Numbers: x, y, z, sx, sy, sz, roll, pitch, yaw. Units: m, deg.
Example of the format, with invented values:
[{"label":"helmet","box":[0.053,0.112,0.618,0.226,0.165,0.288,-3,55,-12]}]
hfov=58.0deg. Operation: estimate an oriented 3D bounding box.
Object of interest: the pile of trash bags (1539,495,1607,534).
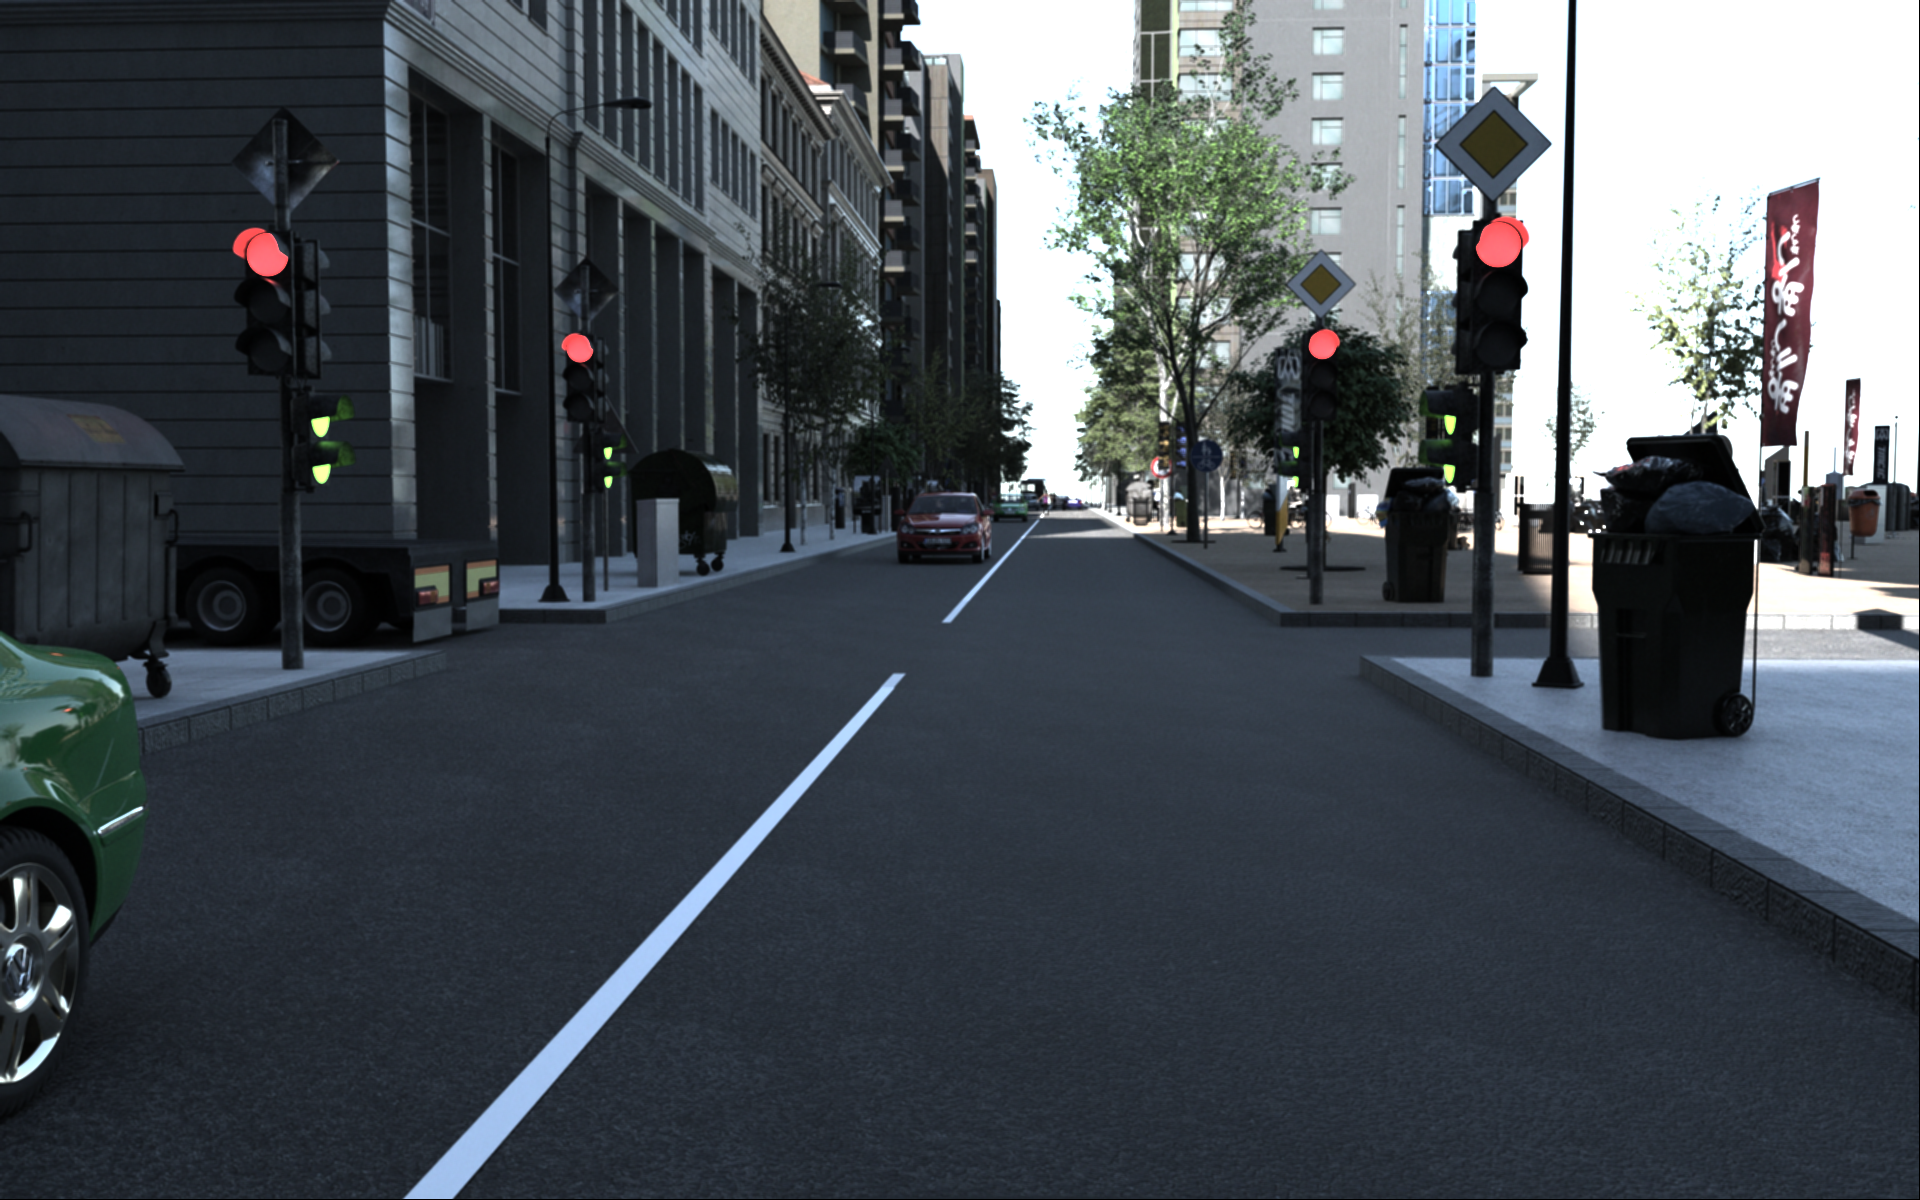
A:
[{"label":"pile of trash bags","box":[20.663,-2.893,57.060,3.447,1.369,1.912,-3,5,-41]}]

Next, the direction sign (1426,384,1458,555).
[{"label":"direction sign","box":[10.053,-2.705,36.227,0.379,3.537,0.876,-2,4,-28]}]

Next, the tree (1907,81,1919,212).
[{"label":"tree","box":[17.501,-4.763,28.245,4.737,8.622,4.395,0,3,0]}]

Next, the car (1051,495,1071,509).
[{"label":"car","box":[9.860,-9.518,167.985,2.083,1.381,4.827,0,4,3]}]

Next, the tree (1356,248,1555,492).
[{"label":"tree","box":[14.224,-6.076,49.707,4.360,8.622,3.978,0,3,0]}]

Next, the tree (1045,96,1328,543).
[{"label":"tree","box":[6.079,-7.326,45.534,9.928,11.665,9.643,0,3,0]}]

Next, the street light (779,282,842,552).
[{"label":"street light","box":[-3.273,-4.010,38.098,1.470,5.913,1.316,0,4,3]}]

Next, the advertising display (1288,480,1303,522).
[{"label":"advertising display","box":[15.479,-4.616,80.685,0.974,1.923,0.123,1,4,22]}]

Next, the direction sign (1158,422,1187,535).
[{"label":"direction sign","box":[6.656,-3.809,54.281,0.876,3.537,0.379,1,4,11]}]

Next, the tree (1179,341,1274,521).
[{"label":"tree","box":[12.287,-7.981,80.855,4.360,8.622,3.978,0,3,0]}]

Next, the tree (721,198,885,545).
[{"label":"tree","box":[-3.905,-5.679,43.210,4.360,8.622,3.978,0,3,0]}]

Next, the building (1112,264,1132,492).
[{"label":"building","box":[26.036,-27.168,215.899,14.160,30.474,14.107,0,4,3]}]

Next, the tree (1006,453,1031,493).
[{"label":"tree","box":[7.986,-17.958,243.971,4.737,8.622,4.395,0,3,0]}]

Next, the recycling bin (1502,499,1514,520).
[{"label":"recycling bin","box":[27.564,-4.521,86.473,0.722,1.027,0.722,3,5,39]}]

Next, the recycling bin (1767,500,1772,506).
[{"label":"recycling bin","box":[36.197,-4.009,78.106,0.722,1.027,0.722,-2,4,-33]}]

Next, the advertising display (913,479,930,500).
[{"label":"advertising display","box":[-1.751,-4.342,76.210,0.123,1.923,0.974,-3,4,-37]}]

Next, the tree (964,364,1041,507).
[{"label":"tree","box":[2.879,-16.159,170.857,9.857,13.997,8.962,0,3,0]}]

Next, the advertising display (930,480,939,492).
[{"label":"advertising display","box":[-1.416,-4.403,77.199,0.974,1.923,0.123,1,4,9]}]

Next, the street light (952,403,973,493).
[{"label":"street light","box":[-0.248,-7.090,88.469,1.470,5.913,1.316,0,4,3]}]

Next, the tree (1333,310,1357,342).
[{"label":"tree","box":[14.003,-6.433,55.534,4.360,8.622,3.978,0,3,0]}]

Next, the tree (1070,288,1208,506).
[{"label":"tree","box":[9.995,-10.869,95.834,7.486,12.596,7.792,0,3,0]}]

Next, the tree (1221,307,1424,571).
[{"label":"tree","box":[6.249,-2.789,29.320,4.285,4.588,4.351,0,3,0]}]

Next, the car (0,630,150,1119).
[{"label":"car","box":[-3.081,0.377,2.638,1.959,1.807,4.718,0,4,2]}]

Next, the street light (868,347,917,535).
[{"label":"street light","box":[-2.235,-5.034,54.850,1.470,5.913,1.316,0,4,3]}]

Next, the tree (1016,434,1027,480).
[{"label":"tree","box":[2.246,-11.493,138.265,4.360,8.622,3.978,0,3,0]}]

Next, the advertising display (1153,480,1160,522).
[{"label":"advertising display","box":[9.207,-4.551,79.629,0.123,1.923,0.974,-2,4,-30]}]

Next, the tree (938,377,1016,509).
[{"label":"tree","box":[0.462,-9.746,109.708,4.360,8.622,3.978,0,3,0]}]

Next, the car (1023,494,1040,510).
[{"label":"car","box":[6.166,-8.722,154.604,2.014,1.417,4.499,0,4,2]}]

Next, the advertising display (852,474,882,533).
[{"label":"advertising display","box":[-3.039,-3.152,56.742,0.974,1.923,0.123,0,4,8]}]

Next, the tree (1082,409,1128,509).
[{"label":"tree","box":[12.051,-11.921,145.278,4.360,8.622,3.978,0,3,0]}]

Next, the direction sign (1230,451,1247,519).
[{"label":"direction sign","box":[14.565,-6.033,90.642,0.876,3.537,0.379,1,4,11]}]

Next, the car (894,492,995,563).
[{"label":"car","box":[-0.303,-1.726,37.261,2.155,1.783,4.494,0,4,4]}]

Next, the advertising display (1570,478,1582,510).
[{"label":"advertising display","box":[24.069,-3.860,68.325,0.974,1.923,0.123,-1,4,-18]}]

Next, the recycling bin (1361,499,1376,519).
[{"label":"recycling bin","box":[21.422,-4.787,90.820,0.722,1.027,0.722,1,4,13]}]

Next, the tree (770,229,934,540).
[{"label":"tree","box":[-3.577,-6.027,48.903,4.737,8.622,4.395,0,3,0]}]

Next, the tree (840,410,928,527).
[{"label":"tree","box":[-2.969,-5.115,67.340,4.285,4.588,4.351,0,3,0]}]

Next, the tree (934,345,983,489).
[{"label":"tree","box":[-1.208,-8.222,84.789,4.737,8.622,4.395,0,3,0]}]

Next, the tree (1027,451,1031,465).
[{"label":"tree","box":[6.294,-15.735,207.633,4.360,8.622,3.978,0,3,0]}]

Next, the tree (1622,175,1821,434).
[{"label":"tree","box":[17.819,-5.542,40.966,4.737,8.622,4.395,0,3,0]}]

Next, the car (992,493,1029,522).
[{"label":"car","box":[2.635,-4.977,90.165,1.959,1.807,4.718,0,4,3]}]

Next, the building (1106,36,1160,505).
[{"label":"building","box":[31.560,-56.498,236.414,22.319,86.520,31.000,0,4,3]}]

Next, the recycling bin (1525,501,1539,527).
[{"label":"recycling bin","box":[22.138,-3.356,67.423,0.722,1.027,0.722,1,4,19]}]

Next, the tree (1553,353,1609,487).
[{"label":"tree","box":[32.215,-8.614,91.208,4.360,8.622,3.978,0,3,0]}]

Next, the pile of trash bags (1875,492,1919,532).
[{"label":"pile of trash bags","box":[35.172,-3.241,62.745,1.912,1.369,3.447,0,4,-3]}]

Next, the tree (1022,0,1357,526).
[{"label":"tree","box":[8.609,-12.948,67.581,12.611,20.169,13.585,0,3,0]}]

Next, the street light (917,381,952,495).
[{"label":"street light","box":[-1.225,-6.059,71.603,1.470,5.913,1.316,0,4,3]}]

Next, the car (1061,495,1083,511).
[{"label":"car","box":[9.818,-8.494,151.458,1.945,1.354,3.894,0,4,3]}]

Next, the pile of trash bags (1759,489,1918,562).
[{"label":"pile of trash bags","box":[16.304,-1.456,33.555,3.447,1.369,1.912,-1,4,-15]}]

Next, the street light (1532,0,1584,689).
[{"label":"street light","box":[3.462,-2.380,11.447,1.470,5.913,1.316,0,4,3]}]
